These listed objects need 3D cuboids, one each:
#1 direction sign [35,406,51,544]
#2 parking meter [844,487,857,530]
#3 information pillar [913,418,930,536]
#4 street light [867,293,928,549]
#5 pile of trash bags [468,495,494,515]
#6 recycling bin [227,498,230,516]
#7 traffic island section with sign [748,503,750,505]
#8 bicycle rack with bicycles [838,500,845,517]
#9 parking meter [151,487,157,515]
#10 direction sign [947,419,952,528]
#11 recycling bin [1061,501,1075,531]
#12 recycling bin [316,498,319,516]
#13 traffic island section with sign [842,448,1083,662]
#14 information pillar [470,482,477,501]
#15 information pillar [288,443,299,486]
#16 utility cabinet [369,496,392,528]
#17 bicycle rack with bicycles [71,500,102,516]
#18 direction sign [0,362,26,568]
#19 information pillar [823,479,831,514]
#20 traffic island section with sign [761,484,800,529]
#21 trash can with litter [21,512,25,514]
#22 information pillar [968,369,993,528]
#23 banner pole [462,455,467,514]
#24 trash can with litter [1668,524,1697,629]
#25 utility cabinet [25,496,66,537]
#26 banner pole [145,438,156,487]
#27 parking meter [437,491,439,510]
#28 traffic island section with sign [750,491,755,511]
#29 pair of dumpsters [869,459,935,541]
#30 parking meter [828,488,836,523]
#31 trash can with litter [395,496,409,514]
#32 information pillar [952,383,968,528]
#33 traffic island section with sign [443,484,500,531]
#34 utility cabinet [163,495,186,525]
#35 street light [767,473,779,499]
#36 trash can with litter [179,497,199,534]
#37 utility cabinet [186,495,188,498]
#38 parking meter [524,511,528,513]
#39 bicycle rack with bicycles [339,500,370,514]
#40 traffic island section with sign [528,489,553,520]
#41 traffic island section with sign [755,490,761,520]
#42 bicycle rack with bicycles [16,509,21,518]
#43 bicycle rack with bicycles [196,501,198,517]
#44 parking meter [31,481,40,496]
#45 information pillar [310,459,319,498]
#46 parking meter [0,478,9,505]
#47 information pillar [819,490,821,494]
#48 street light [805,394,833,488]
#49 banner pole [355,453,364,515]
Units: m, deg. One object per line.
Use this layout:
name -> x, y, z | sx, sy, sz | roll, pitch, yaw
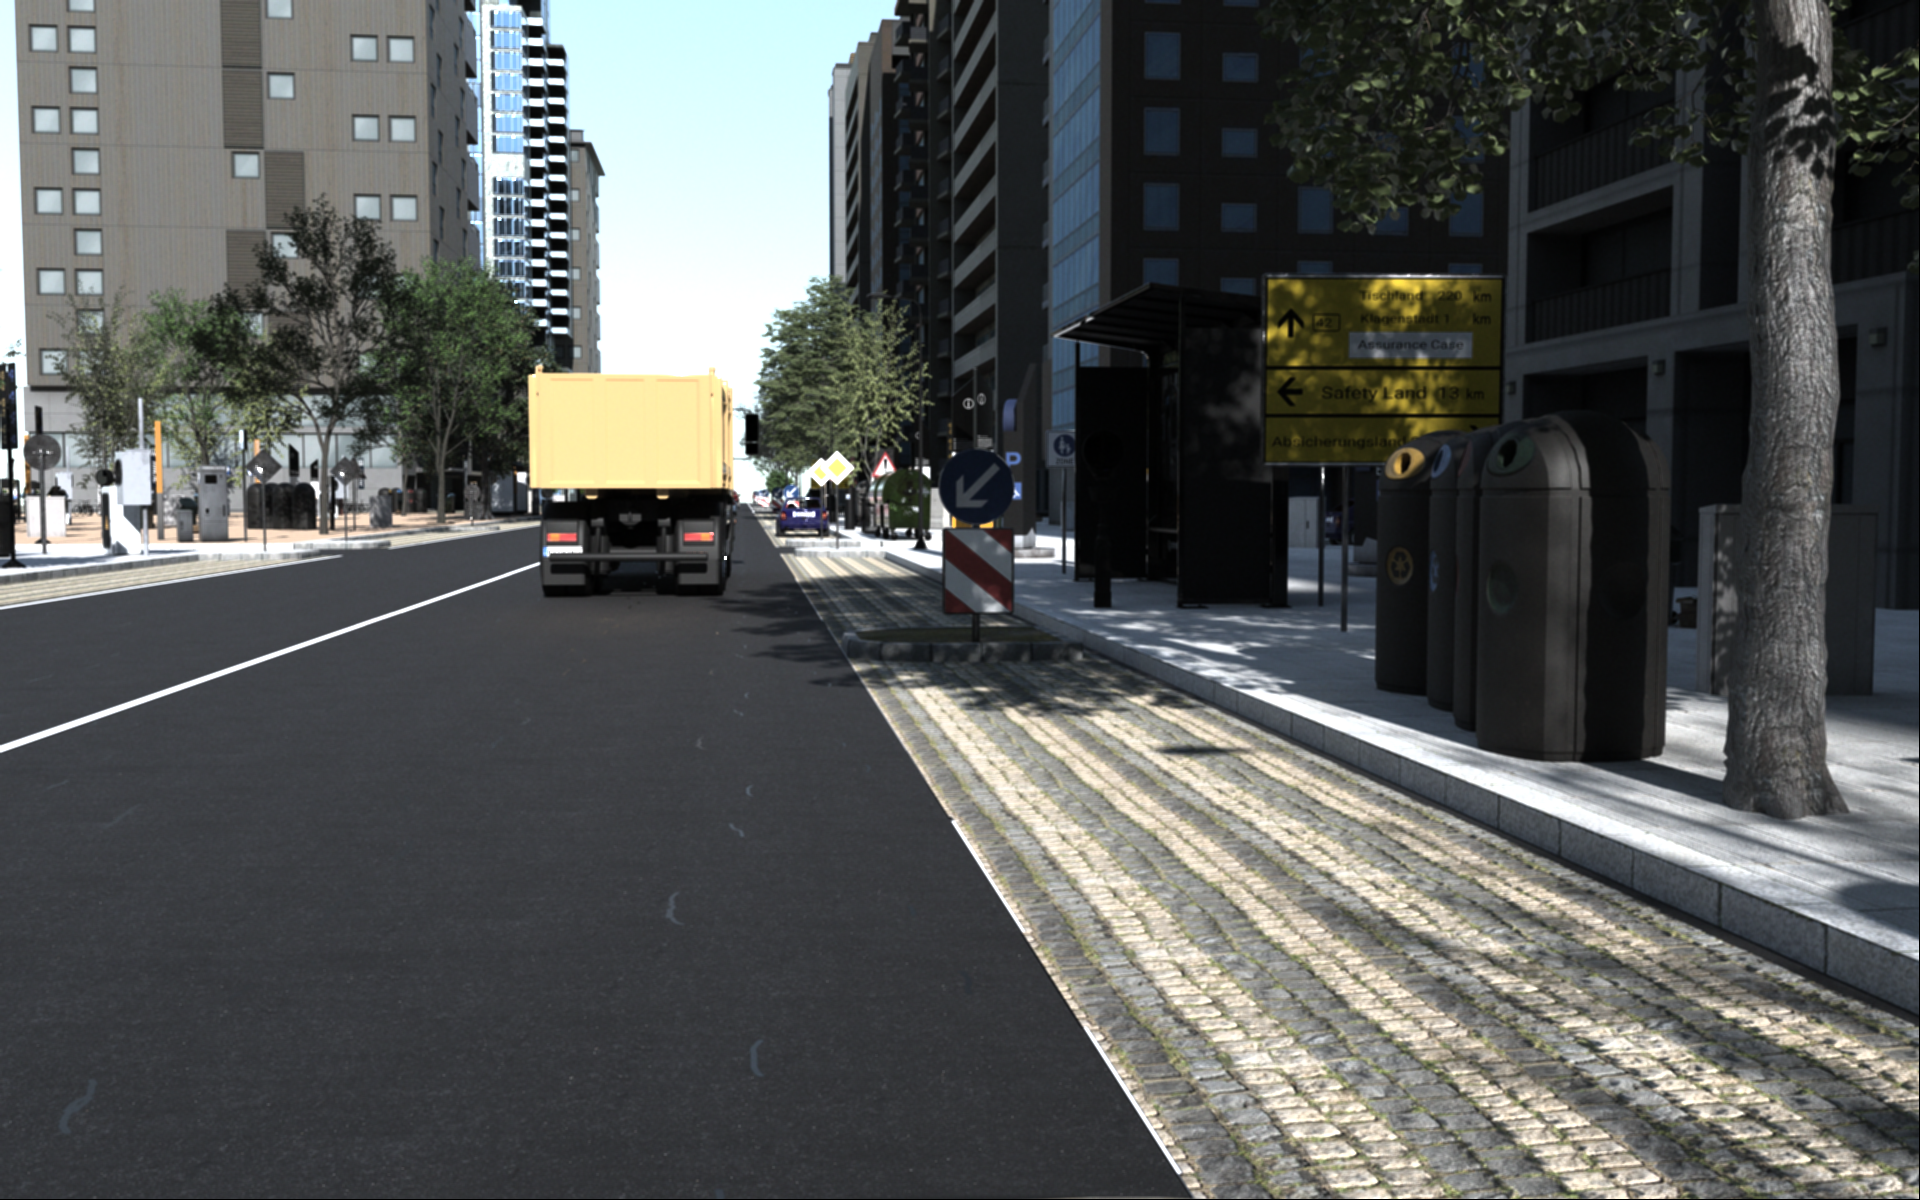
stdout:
direction sign -> -23.826, -3.235, 44.883 | 0.379, 3.537, 0.876 | -1, 4, -19
parking meter -> -3.956, -3.287, 62.155 | 0.372, 1.533, 0.369 | 0, 3, 0
information pillar -> -1.156, -3.751, 52.687 | 0.504, 3.616, 0.183 | 0, 4, 7
street light -> -1.456, -4.141, 40.251 | 1.470, 5.913, 1.316 | 0, 4, -7
pile of trash bags -> -29.961, -6.061, 108.850 | 1.912, 1.369, 3.447 | -1, 4, -13
recycling bin -> -43.499, -5.467, 101.945 | 0.722, 1.027, 0.722 | 0, 4, 6
traffic island section with sign -> -20.057, -10.121, 174.102 | 1.989, 1.847, 2.006 | 0, 4, -7
bicycle rack with bicycles -> -8.564, -5.842, 108.897 | 2.852, 0.926, 2.925 | -1, 4, -18
parking meter -> -49.357, -6.141, 106.111 | 0.399, 1.863, 0.255 | 1, 4, 22
direction sign -> -0.225, -3.701, 52.500 | 0.379, 3.537, 0.876 | 1, 4, 20
recycling bin -> 3.900, -2.899, 59.956 | 0.722, 1.027, 0.722 | 0, 4, -7
recycling bin -> -37.651, -5.374, 100.412 | 0.722, 1.027, 0.722 | 1, 4, 9
traffic island section with sign -> -0.053, -0.430, 15.654 | 1.989, 1.847, 2.006 | 0, 4, -7
information pillar -> -29.692, -6.191, 105.711 | 0.304, 2.012, 0.304 | -3, 4, -37
information pillar -> -30.886, -5.441, 80.320 | 0.183, 3.616, 0.504 | 3, 4, 37
utility cabinet -> -22.380, -3.411, 66.926 | 0.306, 1.237, 1.020 | 1, 4, 19
bicycle rack with bicycles -> -51.079, -5.335, 100.608 | 2.852, 0.926, 2.925 | -3, 5, -44
direction sign -> -16.547, -2.335, 30.171 | 0.379, 3.537, 0.876 | -3, 5, -44
information pillar -> -6.433, -4.861, 83.974 | 0.304, 2.012, 0.304 | -1, 4, -22
traffic island section with sign -> -7.008, -3.797, 70.709 | 1.989, 1.847, 2.006 | 0, 4, -7
trash can with litter -> -61.439, -6.208, 112.554 | 1.678, 1.210, 2.233 | -3, 5, -41
information pillar -> 0.429, -2.522, 32.587 | 0.183, 3.616, 0.504 | 3, 5, 42
banner pole -> -31.918, -7.447, 111.779 | 0.401, 3.779, 0.863 | -2, 4, -34
trash can with litter -> 6.965, -0.335, 16.868 | 0.624, 1.170, 1.055 | -3, 5, -41
utility cabinet -> -27.373, -2.490, 51.868 | 1.020, 1.237, 0.306 | -3, 5, -40
banner pole -> -36.323, -5.372, 77.854 | 0.401, 3.779, 0.863 | 3, 5, 41
parking meter -> -34.725, -6.555, 115.589 | 0.372, 1.533, 0.369 | 0, 3, 0
traffic island section with sign -> -16.681, -8.485, 147.358 | 1.989, 1.847, 2.006 | 0, 4, -7
pair of dumpsters -> -1.668, -2.892, 49.779 | 1.574, 2.255, 4.437 | 0, 4, -7
parking meter -> -5.694, -4.213, 77.288 | 0.372, 1.533, 0.369 | 0, 3, 0
trash can with litter -> -35.425, -6.021, 109.835 | 0.624, 1.170, 1.055 | 0, 4, 3
information pillar -> 0.090, -2.629, 34.331 | 0.504, 3.616, 0.183 | -1, 4, -9
traffic island section with sign -> -19.287, -3.659, 68.445 | 1.989, 1.847, 2.006 | 0, 4, -7
utility cabinet -> -32.345, -3.662, 71.039 | 1.020, 1.237, 0.306 | 2, 4, 25
street light -> -21.397, -13.833, 198.707 | 1.470, 5.913, 1.316 | 0, 4, -7
trash can with litter -> -25.046, -2.760, 56.518 | 1.055, 1.170, 0.624 | 3, 5, 45
utility cabinet -> -44.051, -5.303, 97.865 | 1.020, 1.237, 0.306 | 2, 4, 26
parking meter -> -28.875, -6.515, 114.925 | 0.372, 1.533, 0.369 | 0, 3, 0
bicycle rack with bicycles -> -39.533, -6.054, 112.358 | 2.852, 0.926, 2.925 | 3, 5, 43
traffic island section with sign -> -22.664, -5.294, 95.189 | 1.989, 1.847, 2.006 | 0, 4, -7
traffic island section with sign -> -10.377, -5.433, 97.454 | 1.989, 1.847, 2.006 | 0, 4, -7
bicycle rack with bicycles -> -51.202, -4.835, 92.441 | 2.852, 0.926, 2.925 | -1, 4, -16
bicycle rack with bicycles -> -42.237, -4.992, 94.999 | 2.852, 0.926, 2.925 | -3, 5, -41
parking meter -> -40.846, -4.333, 76.548 | 0.399, 1.863, 0.255 | 2, 4, 28
information pillar -> -42.804, -7.557, 114.918 | 0.504, 3.616, 0.183 | -3, 5, -39
parking meter -> -35.398, -3.579, 64.232 | 0.255, 1.863, 0.399 | -2, 4, -35
information pillar -> -9.814, -7.041, 119.617 | 0.304, 2.012, 0.304 | 3, 5, 40
street light -> -6.519, -6.609, 80.598 | 1.470, 5.913, 1.316 | 0, 4, -7
banner pole -> -36.625, -7.068, 105.580 | 0.863, 3.779, 0.401 | 2, 4, 26
